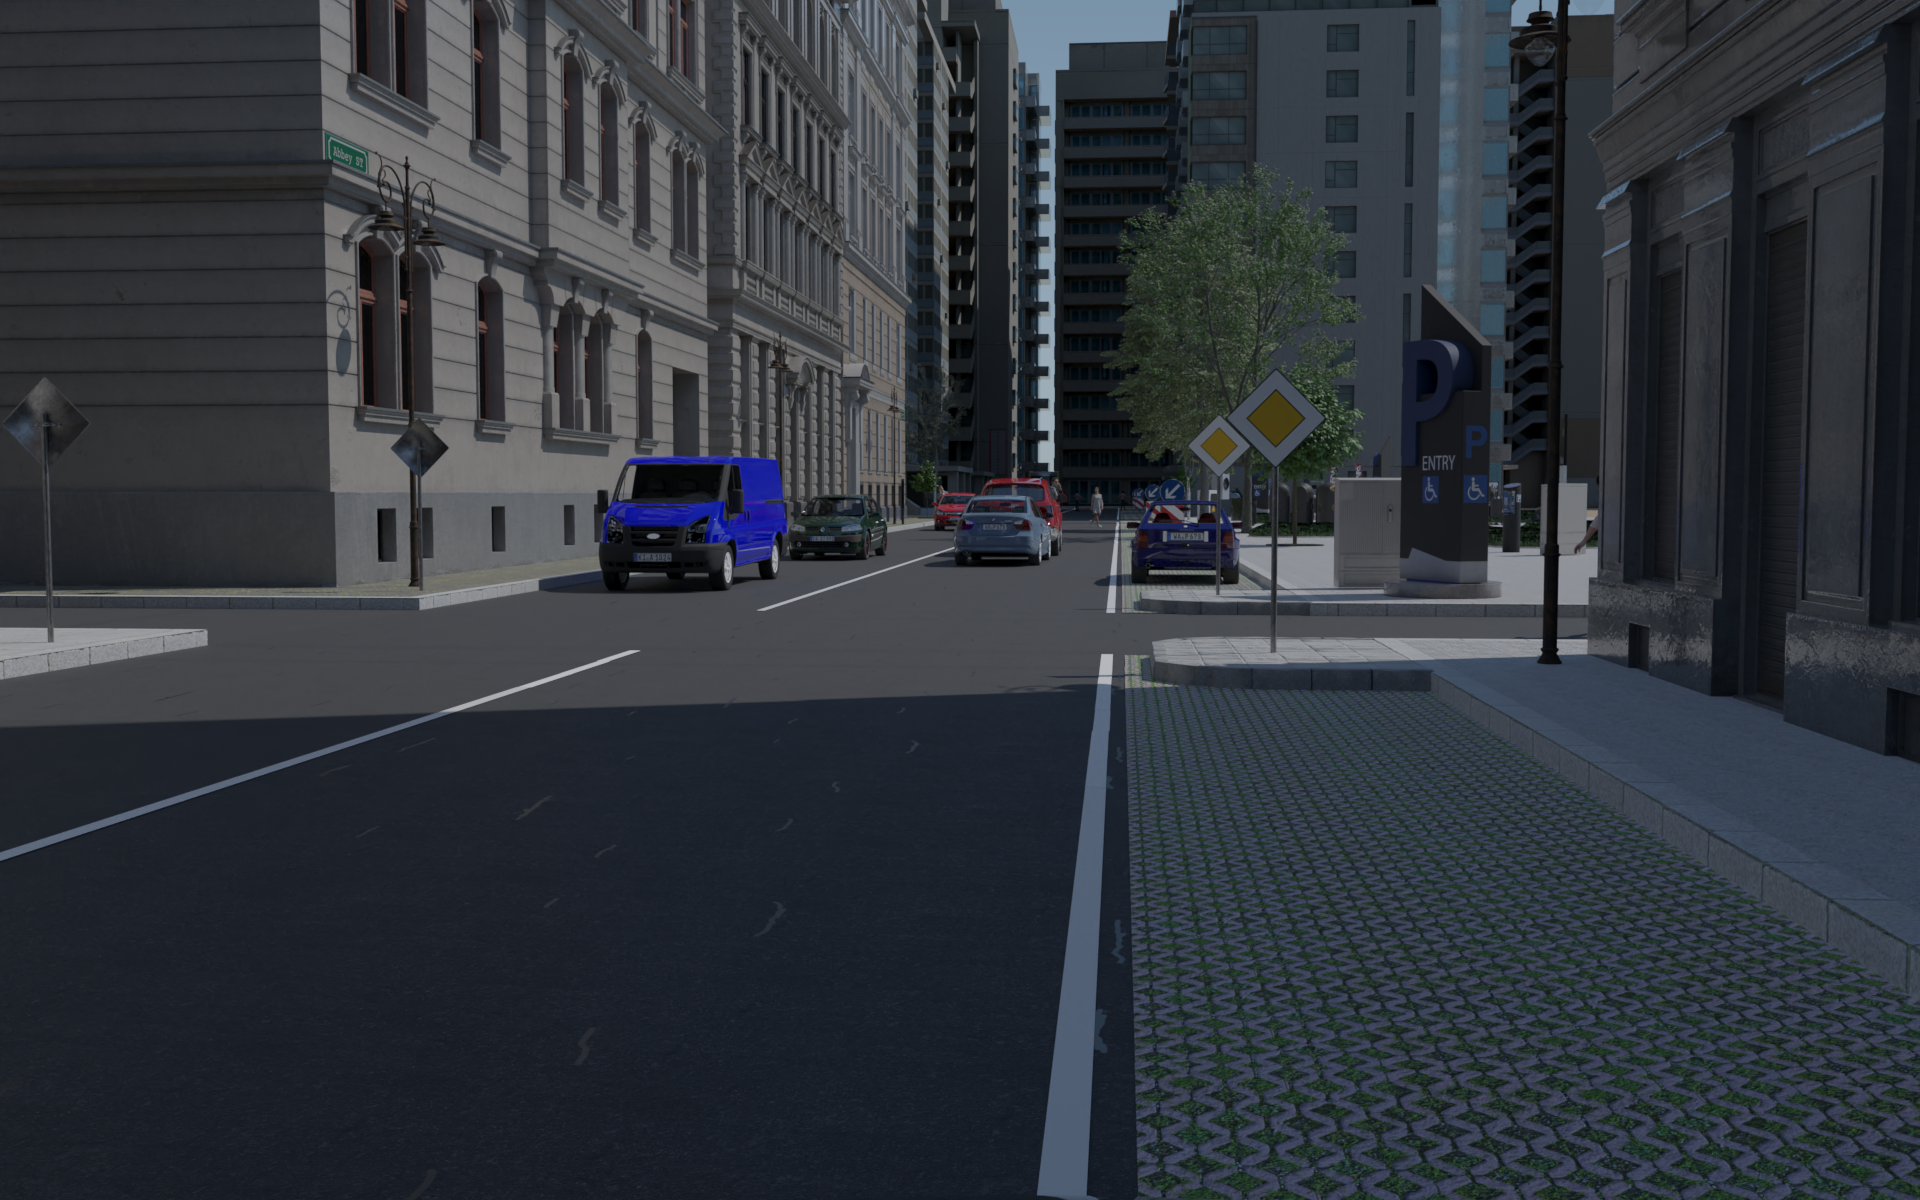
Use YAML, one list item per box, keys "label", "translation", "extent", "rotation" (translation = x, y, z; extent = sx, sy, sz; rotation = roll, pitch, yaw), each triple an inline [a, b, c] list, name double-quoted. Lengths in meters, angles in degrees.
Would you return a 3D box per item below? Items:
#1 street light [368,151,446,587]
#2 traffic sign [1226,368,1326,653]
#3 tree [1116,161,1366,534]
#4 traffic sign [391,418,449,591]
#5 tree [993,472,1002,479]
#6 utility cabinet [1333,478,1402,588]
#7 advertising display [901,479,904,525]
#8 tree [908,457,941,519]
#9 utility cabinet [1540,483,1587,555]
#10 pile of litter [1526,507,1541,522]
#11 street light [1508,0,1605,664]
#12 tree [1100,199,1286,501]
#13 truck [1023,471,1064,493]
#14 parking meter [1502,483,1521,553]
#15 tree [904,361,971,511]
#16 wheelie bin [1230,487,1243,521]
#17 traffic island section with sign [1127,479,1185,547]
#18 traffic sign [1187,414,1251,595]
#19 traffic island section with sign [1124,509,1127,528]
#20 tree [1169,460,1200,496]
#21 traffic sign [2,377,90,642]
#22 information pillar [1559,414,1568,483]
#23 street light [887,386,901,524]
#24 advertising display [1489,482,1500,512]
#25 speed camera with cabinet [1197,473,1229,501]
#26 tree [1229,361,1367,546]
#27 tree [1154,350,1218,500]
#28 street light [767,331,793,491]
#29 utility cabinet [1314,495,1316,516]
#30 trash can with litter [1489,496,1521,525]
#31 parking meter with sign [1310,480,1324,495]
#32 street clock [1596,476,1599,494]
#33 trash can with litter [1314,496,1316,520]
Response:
- label: "street light"
  translation: [-7.561, -3.123, 23.847]
  extent: [0.468, 5.910, 1.993]
  rotation: [0, 4, 5]
- label: "traffic sign"
  translation: [2.532, -0.630, 13.950]
  extent: [0.795, 2.450, 0.064]
  rotation: [0, 4, 5]
- label: "tree"
  translation: [9.155, -7.952, 55.778]
  extent: [9.928, 11.665, 9.643]
  rotation: [0, 3, 0]
- label: "traffic sign"
  translation: [-7.131, -1.177, 22.879]
  extent: [0.795, 2.450, 0.064]
  rotation: [0, 4, 5]
- label: "tree"
  translation: [2.935, -9.543, 150.630]
  extent: [1.663, 3.219, 1.824]
  rotation: [0, 3, 0]
- label: "utility cabinet"
  translation: [5.693, -0.905, 23.480]
  extent: [1.173, 1.500, 0.318]
  rotation: [0, 4, -1]
- label: "advertising display"
  translation: [-2.426, -4.169, 73.385]
  extent: [0.123, 1.923, 0.974]
  rotation: [0, 4, -3]
- label: "tree"
  translation: [-1.724, -5.885, 90.819]
  extent: [1.663, 3.219, 1.824]
  rotation: [0, 3, 0]
- label: "utility cabinet"
  translation: [12.606, -1.683, 36.195]
  extent: [1.173, 1.500, 0.318]
  rotation: [-3, 4, -36]
- label: "pile of litter"
  translation: [20.968, -2.936, 61.963]
  extent: [1.719, 0.858, 1.176]
  rotation: [0, 4, 3]
- label: "street light"
  translation: [4.466, -2.456, 12.944]
  extent: [0.468, 5.910, 1.993]
  rotation: [0, 4, 5]
- label: "tree"
  translation: [9.182, -9.133, 67.454]
  extent: [7.486, 12.596, 7.792]
  rotation: [0, 3, 0]
- label: "truck"
  translation: [7.299, -9.435, 150.179]
  extent: [3.469, 3.379, 9.791]
  rotation: [0, 4, 3]
- label: "parking meter"
  translation: [12.128, -1.814, 38.074]
  extent: [0.372, 1.533, 0.369]
  rotation: [0, 3, 0]
- label: "tree"
  translation: [-1.605, -8.852, 95.093]
  extent: [4.360, 8.622, 3.978]
  rotation: [0, 3, 0]
- label: "wheelie bin"
  translation: [13.255, -4.589, 82.934]
  extent: [0.693, 1.594, 0.980]
  rotation: [0, 4, 2]
- label: "traffic island section with sign"
  translation: [5.570, -2.314, 46.470]
  extent: [1.989, 1.847, 2.006]
  rotation: [0, 4, 5]
- label: "traffic sign"
  translation: [3.267, -1.117, 21.901]
  extent: [0.795, 2.450, 0.064]
  rotation: [0, 4, 5]
- label: "traffic island section with sign"
  translation: [8.071, -3.968, 73.510]
  extent: [1.989, 1.847, 2.006]
  rotation: [0, 4, 5]
- label: "tree"
  translation: [12.524, -6.316, 97.872]
  extent: [1.663, 3.219, 1.824]
  rotation: [0, 3, 0]
- label: "traffic sign"
  translation: [-7.866, -0.690, 14.928]
  extent: [0.795, 2.450, 0.064]
  rotation: [0, 4, 5]
- label: "information pillar"
  translation: [17.636, -3.626, 50.636]
  extent: [0.183, 3.616, 0.504]
  rotation: [0, 4, 6]
- label: "street light"
  translation: [-2.808, -6.199, 74.146]
  extent: [0.468, 5.910, 1.993]
  rotation: [0, 4, 5]
- label: "advertising display"
  translation: [27.716, -5.217, 90.513]
  extent: [0.123, 1.923, 0.974]
  rotation: [-3, 5, -43]
- label: "speed camera with cabinet"
  translation: [10.941, -4.915, 74.702]
  extent: [0.660, 3.252, 2.038]
  rotation: [2, 4, 34]
- label: "tree"
  translation: [8.305, -3.630, 43.072]
  extent: [4.285, 4.588, 4.351]
  rotation: [0, 3, 0]
- label: "tree"
  translation: [11.366, -8.281, 85.764]
  extent: [4.737, 8.622, 4.395]
  rotation: [0, 3, 0]
- label: "street light"
  translation: [-5.104, -4.682, 49.336]
  extent: [0.468, 5.910, 1.993]
  rotation: [0, 4, 5]
- label: "utility cabinet"
  translation: [18.178, -4.760, 88.989]
  extent: [1.020, 1.237, 0.306]
  rotation: [-3, 5, -45]
- label: "trash can with litter"
  translation: [22.304, -3.668, 71.031]
  extent: [1.678, 1.210, 2.233]
  rotation: [-3, 5, -45]
- label: "parking meter with sign"
  translation: [19.694, -6.078, 95.632]
  extent: [1.738, 3.016, 0.543]
  rotation: [2, 4, 28]
- label: "street clock"
  translation: [23.049, -3.519, 62.100]
  extent: [0.471, 2.002, 0.358]
  rotation: [2, 4, 25]
- label: "trash can with litter"
  translation: [18.048, -4.543, 85.334]
  extent: [2.233, 1.210, 1.678]
  rotation: [-1, 4, -21]
